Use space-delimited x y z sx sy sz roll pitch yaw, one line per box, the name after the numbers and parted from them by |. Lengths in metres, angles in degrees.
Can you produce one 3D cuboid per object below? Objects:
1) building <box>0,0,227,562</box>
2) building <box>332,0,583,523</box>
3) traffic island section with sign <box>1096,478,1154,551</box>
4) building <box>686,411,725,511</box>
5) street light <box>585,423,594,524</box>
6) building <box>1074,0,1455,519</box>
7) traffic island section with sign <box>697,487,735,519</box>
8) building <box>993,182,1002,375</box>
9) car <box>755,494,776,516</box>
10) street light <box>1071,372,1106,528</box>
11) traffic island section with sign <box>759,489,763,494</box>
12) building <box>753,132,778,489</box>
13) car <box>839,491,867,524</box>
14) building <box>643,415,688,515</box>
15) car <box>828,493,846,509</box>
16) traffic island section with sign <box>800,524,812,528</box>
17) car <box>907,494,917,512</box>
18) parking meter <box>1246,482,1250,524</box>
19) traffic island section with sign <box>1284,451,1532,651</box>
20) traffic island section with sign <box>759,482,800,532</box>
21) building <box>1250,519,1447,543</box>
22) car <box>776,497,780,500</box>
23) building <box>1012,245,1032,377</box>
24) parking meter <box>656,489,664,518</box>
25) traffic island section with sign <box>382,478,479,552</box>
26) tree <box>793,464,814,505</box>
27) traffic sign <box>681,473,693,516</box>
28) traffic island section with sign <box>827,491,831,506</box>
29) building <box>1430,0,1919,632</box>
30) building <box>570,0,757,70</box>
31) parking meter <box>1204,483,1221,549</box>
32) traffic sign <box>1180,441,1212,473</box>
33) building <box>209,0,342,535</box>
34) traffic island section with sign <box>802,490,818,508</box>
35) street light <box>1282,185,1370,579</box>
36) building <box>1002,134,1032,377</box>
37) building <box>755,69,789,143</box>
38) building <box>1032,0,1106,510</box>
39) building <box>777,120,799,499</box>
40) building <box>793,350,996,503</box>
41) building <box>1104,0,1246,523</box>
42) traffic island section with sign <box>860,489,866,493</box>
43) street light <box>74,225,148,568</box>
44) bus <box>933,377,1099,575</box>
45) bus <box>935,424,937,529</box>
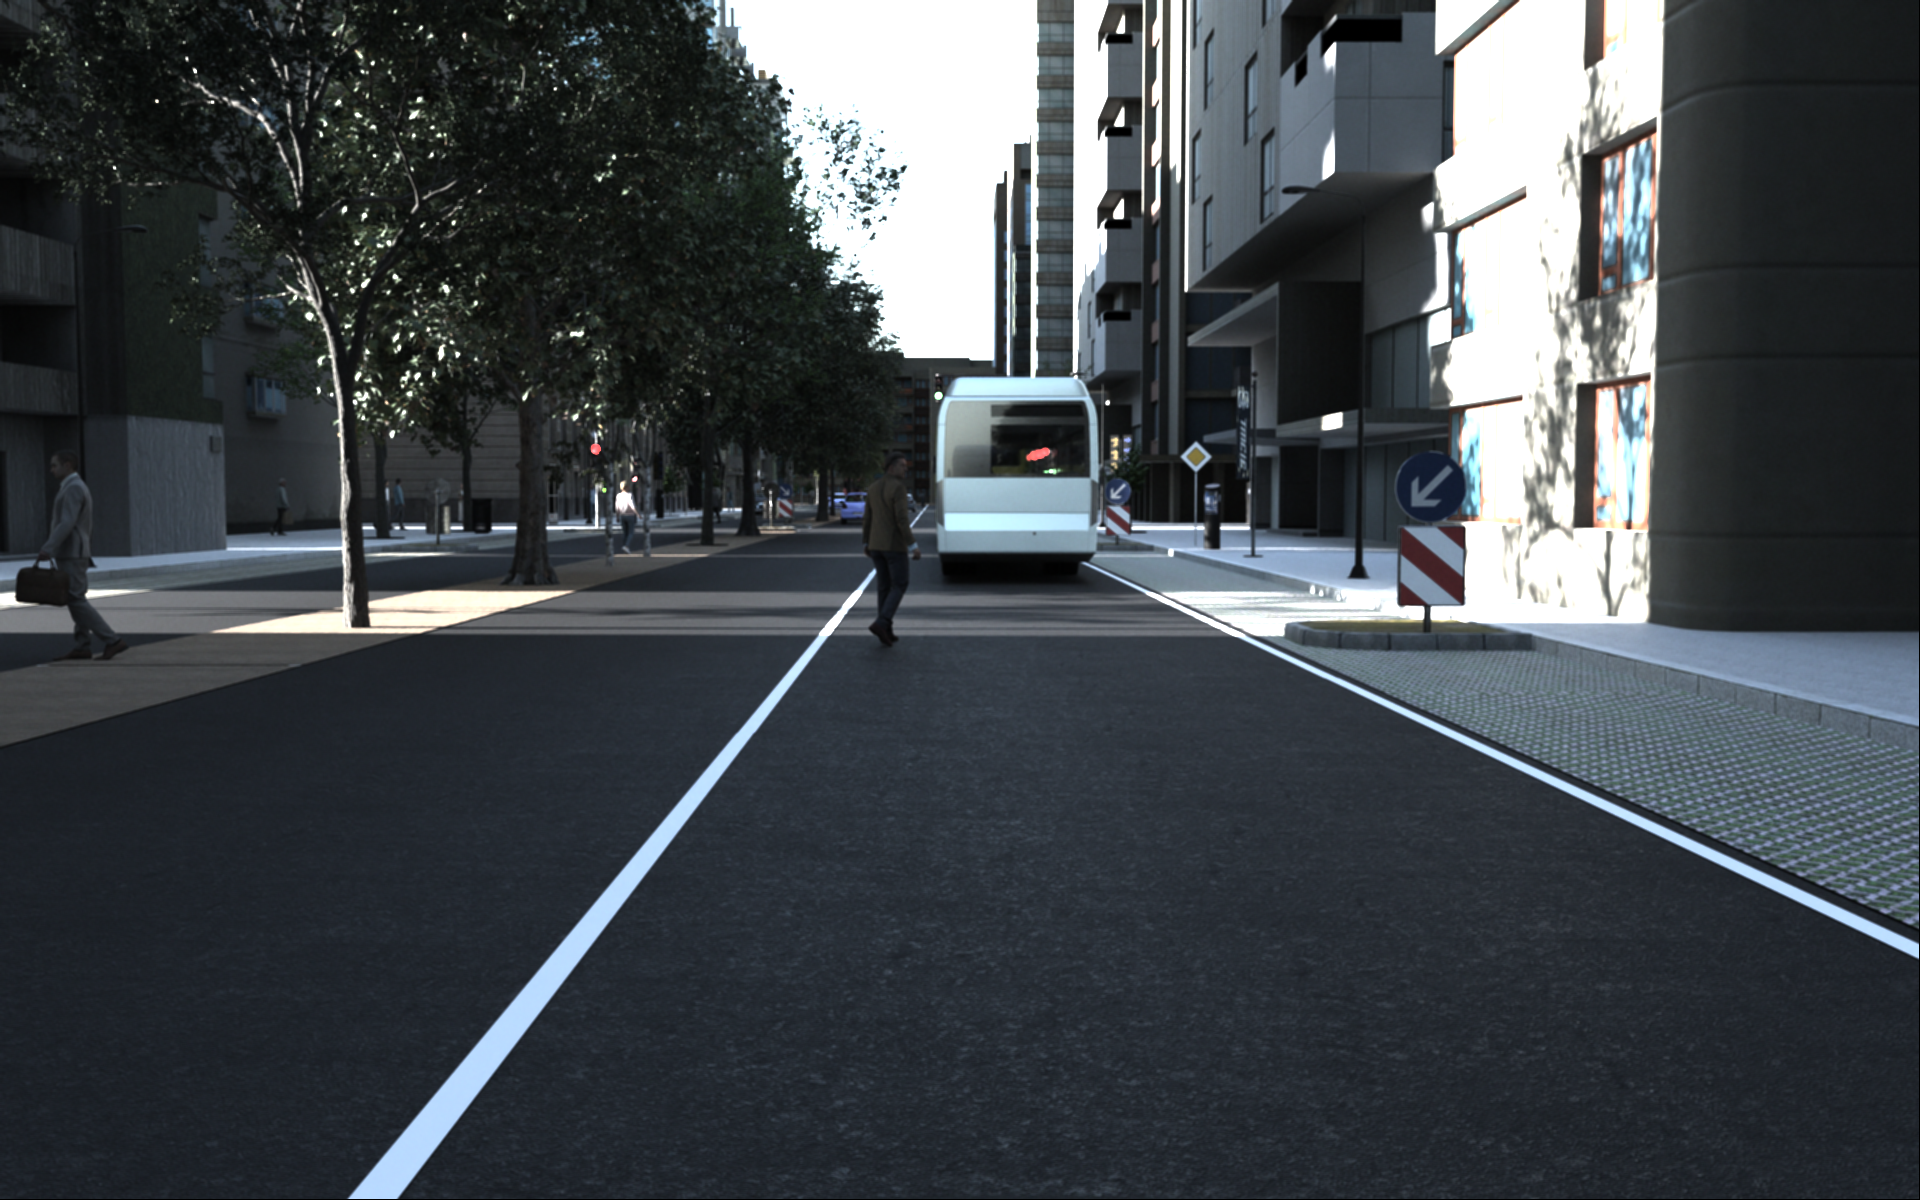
-23.920 -15.936 32.261 14.160 30.474 14.107 0 4 -1 | building
-24.651 -17.748 87.441 12.463 27.353 25.104 0 4 -1 | building
3.835 -2.170 44.114 1.989 1.847 2.006 0 4 -1 | traffic island section with sign
-26.867 -16.300 133.963 16.820 18.784 16.811 0 4 -1 | building
-15.366 -6.213 74.130 1.470 5.913 1.316 0 4 -1 | street light
21.892 -32.032 112.960 28.713 52.752 27.495 0 4 -1 | building
-13.921 -5.527 99.001 1.989 1.847 2.006 0 4 -1 | traffic island section with sign
11.872 -36.208 242.108 14.200 45.320 14.600 0 4 -1 | building
-11.890 -5.766 104.056 2.009 1.686 4.222 0 4 1 | car
4.914 -5.724 66.132 1.470 5.913 1.316 0 4 -1 | street light
-14.303 -7.176 125.954 1.989 1.847 2.006 0 4 -1 | traffic island section with sign
-27.410 -30.745 186.277 14.154 41.232 14.086 0 4 -1 | building
-4.848 -4.498 83.135 1.945 1.707 3.694 0 4 -2 | car
-25.216 -19.299 112.803 12.463 27.353 25.104 0 4 -1 | building
-11.258 -9.280 161.324 1.945 1.707 3.694 0 4 -1 | car
-7.385 -4.012 73.739 2.006 1.907 1.989 0 4 -1 | traffic island section with sign
-4.453 -7.802 139.571 2.014 1.417 4.499 0 4 0 | car
12.346 -4.144 73.471 0.399 1.863 0.255 2 4 30 | parking meter
4.211 -0.493 16.696 1.989 1.847 2.006 0 4 -1 | traffic island section with sign
-7.294 -3.559 66.333 2.006 1.907 1.989 0 4 -1 | traffic island section with sign
21.800 -28.148 49.457 28.713 52.752 27.495 0 4 -1 | building
-14.607 -7.482 131.920 1.945 1.707 3.694 0 3 0 | car
13.034 -26.310 201.862 14.160 30.474 14.107 0 4 -1 | building
-15.800 -5.064 91.208 0.372 1.533 0.369 0 3 0 | parking meter
-13.175 -2.123 43.340 1.989 1.847 2.006 0 4 -1 | traffic island section with sign
-18.394 -16.893 226.563 4.737 8.622 4.395 0 3 0 | tree
-16.045 -6.197 101.326 0.884 2.594 0.081 0 4 4 | traffic sign
-15.349 -11.882 202.903 1.989 1.847 2.006 0 4 -1 | traffic island section with sign
20.774 -10.100 10.170 27.650 21.520 28.899 0 4 -1 | building
-30.897 -33.255 163.328 23.786 49.044 30.456 0 4 -1 | building
5.872 -1.951 40.310 0.372 1.533 0.369 0 3 0 | parking meter
5.837 -2.629 42.724 0.795 2.593 0.064 0 4 6 | traffic sign
-33.338 -26.211 52.259 21.600 48.544 21.300 0 4 -1 | building
-14.971 -10.222 175.749 1.989 1.847 2.006 0 4 -1 | traffic island section with sign
5.536 -3.283 26.220 1.470 5.913 1.316 0 4 -1 | street light
13.153 -34.606 215.918 14.600 45.320 14.200 0 4 -1 | building
-38.261 -42.899 243.401 28.212 58.520 21.231 0 4 -1 | building
12.805 -28.033 141.927 14.154 41.232 14.086 0 4 -1 | building
-35.307 -36.116 210.097 30.456 49.044 23.786 0 4 -1 | building
-9.766 -24.717 249.166 28.899 21.520 27.650 0 4 -1 | building
21.873 -26.335 85.206 28.867 44.769 22.147 0 4 -1 | building
-8.416 -8.608 148.871 2.006 1.907 1.989 0 4 -1 | traffic island section with sign
-14.745 -3.519 30.083 1.470 5.913 1.316 0 4 -1 | street light
0.874 -2.389 33.920 2.948 3.499 13.247 0 4 0 | bus
0.526 -3.831 54.176 2.896 3.916 12.252 0 4 0 | bus
